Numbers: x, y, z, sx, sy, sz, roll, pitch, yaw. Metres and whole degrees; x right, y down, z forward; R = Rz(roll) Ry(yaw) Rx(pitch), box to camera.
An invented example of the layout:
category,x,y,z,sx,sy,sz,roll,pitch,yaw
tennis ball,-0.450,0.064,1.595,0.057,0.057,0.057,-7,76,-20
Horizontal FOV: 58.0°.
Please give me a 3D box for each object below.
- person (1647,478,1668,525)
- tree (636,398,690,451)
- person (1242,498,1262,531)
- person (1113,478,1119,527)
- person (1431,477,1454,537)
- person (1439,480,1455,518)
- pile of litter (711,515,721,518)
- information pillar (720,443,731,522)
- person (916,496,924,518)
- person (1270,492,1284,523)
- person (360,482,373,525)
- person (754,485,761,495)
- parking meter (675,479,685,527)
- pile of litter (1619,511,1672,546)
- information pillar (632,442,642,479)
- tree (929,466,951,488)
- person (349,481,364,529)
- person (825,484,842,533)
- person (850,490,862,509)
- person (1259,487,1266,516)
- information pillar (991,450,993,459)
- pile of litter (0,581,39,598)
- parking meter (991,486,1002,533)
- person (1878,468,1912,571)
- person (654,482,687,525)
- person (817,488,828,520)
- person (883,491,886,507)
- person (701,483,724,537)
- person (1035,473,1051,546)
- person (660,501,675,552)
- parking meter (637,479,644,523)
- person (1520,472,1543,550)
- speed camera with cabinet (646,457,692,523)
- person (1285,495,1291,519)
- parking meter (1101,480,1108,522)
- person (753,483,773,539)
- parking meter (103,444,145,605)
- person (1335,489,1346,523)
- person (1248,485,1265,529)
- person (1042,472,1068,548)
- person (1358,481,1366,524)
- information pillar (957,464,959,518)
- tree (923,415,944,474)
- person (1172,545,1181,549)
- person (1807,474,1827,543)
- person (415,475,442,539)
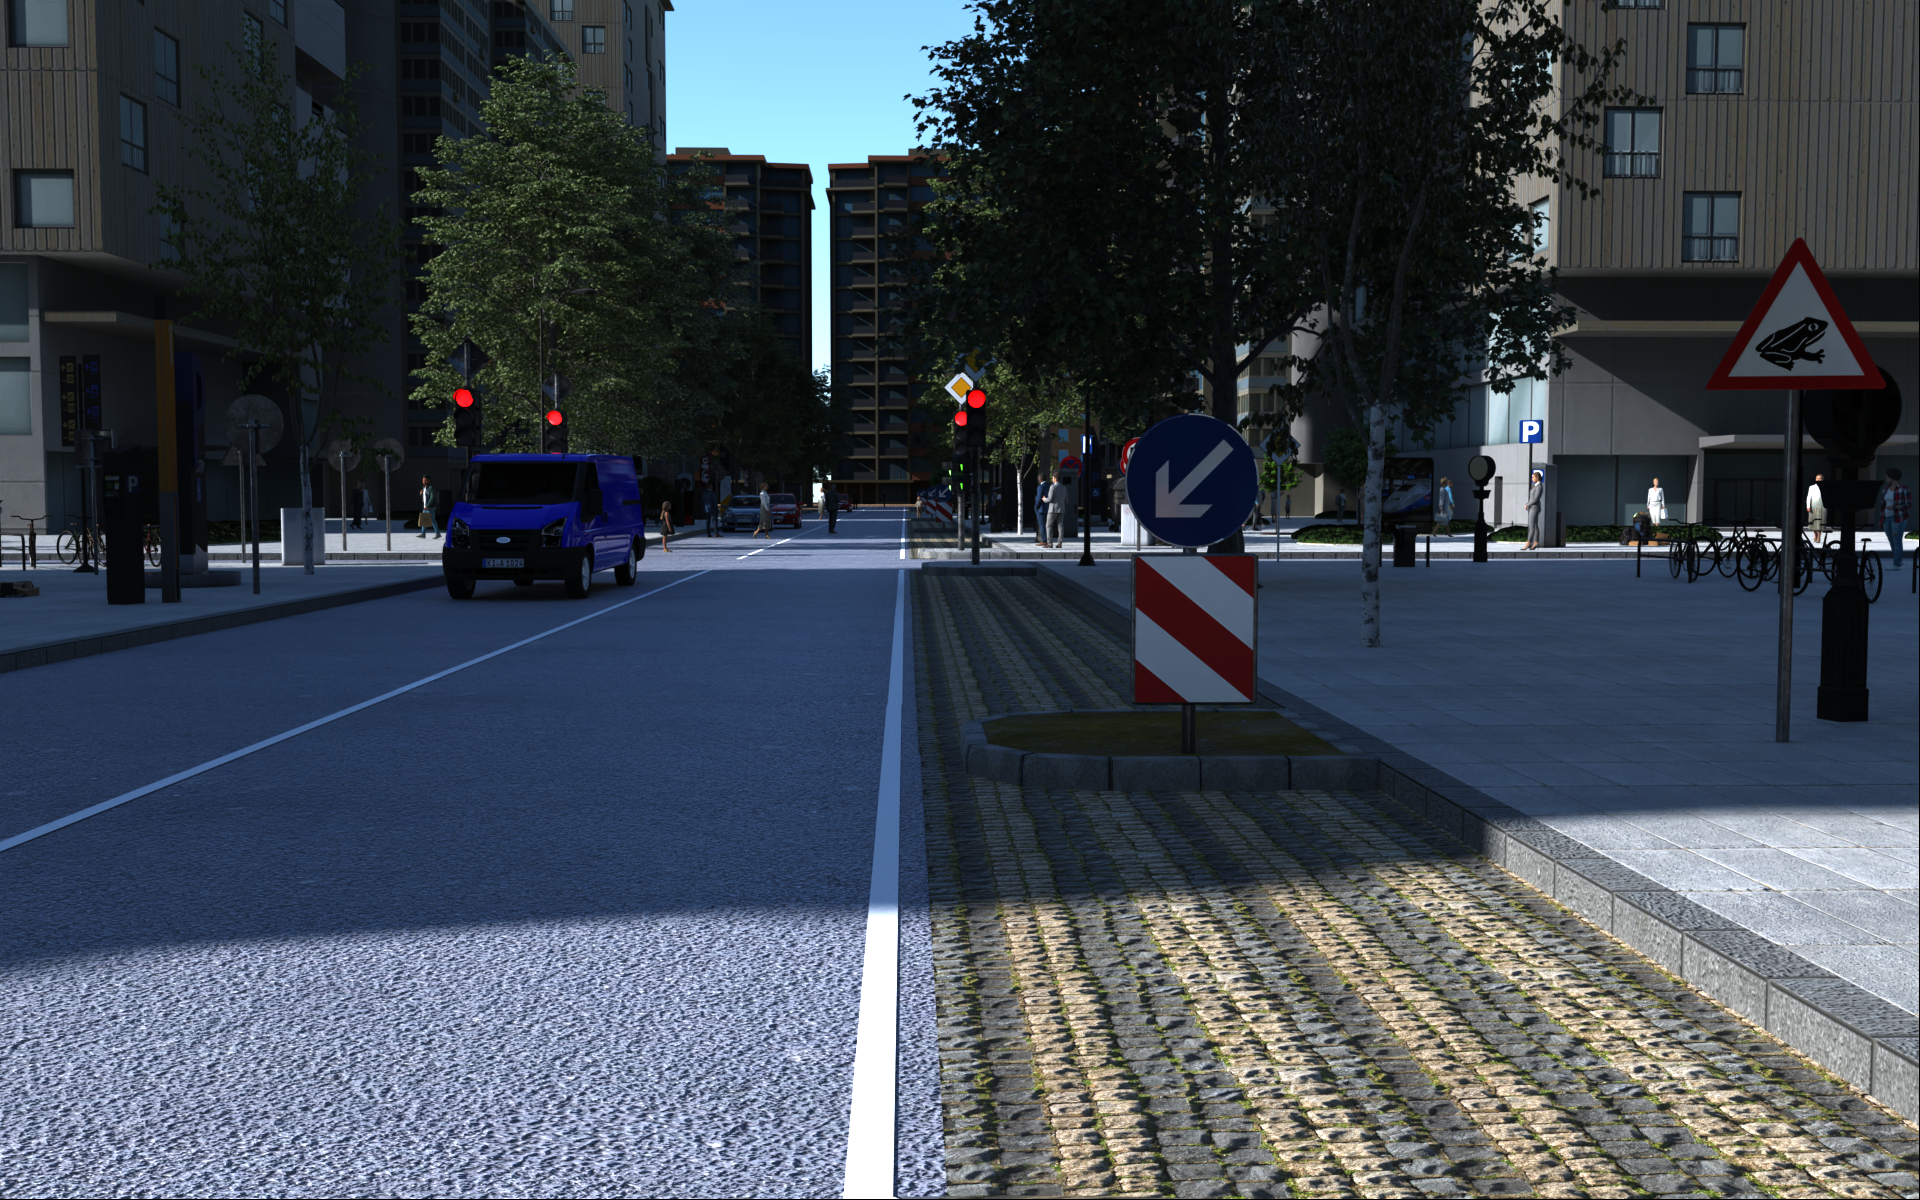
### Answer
category,x,y,z,sx,sy,sz,roll,pitch,yaw
person,22.118,-2.969,54.946,0.624,1.780,0.694,-3,5,-42
tree,-18.844,-9.744,109.673,4.360,8.622,3.978,0,3,0
person,10.087,-3.311,60.035,0.748,1.841,0.638,1,4,9
person,5.692,-3.382,61.256,0.836,1.842,0.656,1,4,12
person,14.385,-2.765,51.610,0.624,1.780,0.694,2,4,28
person,17.372,-3.391,61.825,0.444,1.785,0.601,-1,4,-13
pile of litter,-13.616,-4.888,93.882,1.719,0.858,1.176,-2,4,-34
information pillar,-10.679,-5.346,78.760,0.504,3.616,0.183,0,4,2
person,-2.298,-5.243,98.499,0.475,1.303,0.640,0,4,3
person,14.041,-4.294,76.824,0.524,1.755,0.480,-2,4,-31
person,-25.078,-4.064,72.842,0.694,1.780,0.624,-1,4,-20
person,-11.712,-5.747,99.991,0.713,1.824,0.794,0,4,4
parking meter,-10.968,-3.797,67.792,0.255,1.863,0.399,1,4,15
pile of litter,17.296,-1.801,43.413,1.719,0.858,1.176,0,4,-6
information pillar,-13.967,-5.121,75.088,0.504,3.616,0.183,2,4,28
tree,-1.725,-11.958,179.225,4.285,4.588,4.351,0,3,0
person,-21.916,-3.450,62.874,0.534,1.772,0.576,-1,4,-16
person,-4.624,-3.364,63.676,0.661,1.801,0.590,2,4,31
person,-9.834,-9.417,162.607,1.348,1.807,0.705,1,4,11
person,12.991,-4.234,75.111,0.661,1.843,0.795,-2,4,-30
information pillar,1.843,-6.118,91.382,0.504,3.616,0.183,-1,4,-10
pile of litter,-12.371,-0.487,21.927,1.176,0.858,1.719,-3,5,-40
parking meter,1.208,-2.992,57.335,0.372,1.533,0.369,0,3,0
person,15.736,-1.359,29.102,0.643,1.720,0.563,-1,4,-15
person,-11.909,-4.010,71.830,1.509,1.804,0.699,-1,4,-9
person,-7.700,-5.415,97.259,0.641,1.798,0.478,-1,4,-20
person,-8.027,-10.828,186.054,0.721,1.766,1.217,0,4,-7
person,-8.253,-2.982,57.443,0.721,1.800,0.419,2,4,24
person,2.091,-2.245,42.938,0.419,1.800,0.721,2,4,32
person,-7.212,-1.809,42.740,0.373,1.253,0.362,-1,4,-12
parking meter,-12.190,-3.684,65.936,0.255,1.863,0.399,-1,4,-17
person,13.044,-2.035,39.592,0.573,1.790,0.520,0,4,-1
speed camera with cabinet,-12.843,-5.015,76.330,2.038,3.252,0.660,-1,4,-11
person,16.736,-4.741,88.247,0.332,1.250,0.352,0,4,2
parking meter,5.877,-3.971,70.634,0.255,1.863,0.399,1,4,14
person,-6.260,-2.826,54.924,0.641,1.798,0.478,1,4,11
parking meter,-9.735,-0.884,20.160,0.255,1.863,0.399,1,4,13
person,16.841,-4.161,76.664,0.503,1.515,0.523,1,4,10
person,10.765,-3.472,62.989,0.728,1.800,0.709,3,4,36
person,2.234,-2.137,41.184,0.583,1.804,0.606,3,5,45
person,15.360,-3.619,65.548,0.374,1.781,0.599,-2,4,-24
information pillar,0.076,-6.194,92.633,0.504,3.616,0.183,-1,4,-9
tree,-0.708,-11.273,134.681,4.737,8.622,4.395,0,3,0
person,5.089,-2.096,40.664,0.601,1.785,0.444,2,4,33
person,22.582,-2.406,45.610,0.478,1.798,0.641,2,4,33
person,-15.035,-2.627,48.976,0.713,1.824,0.794,-1,4,-22
